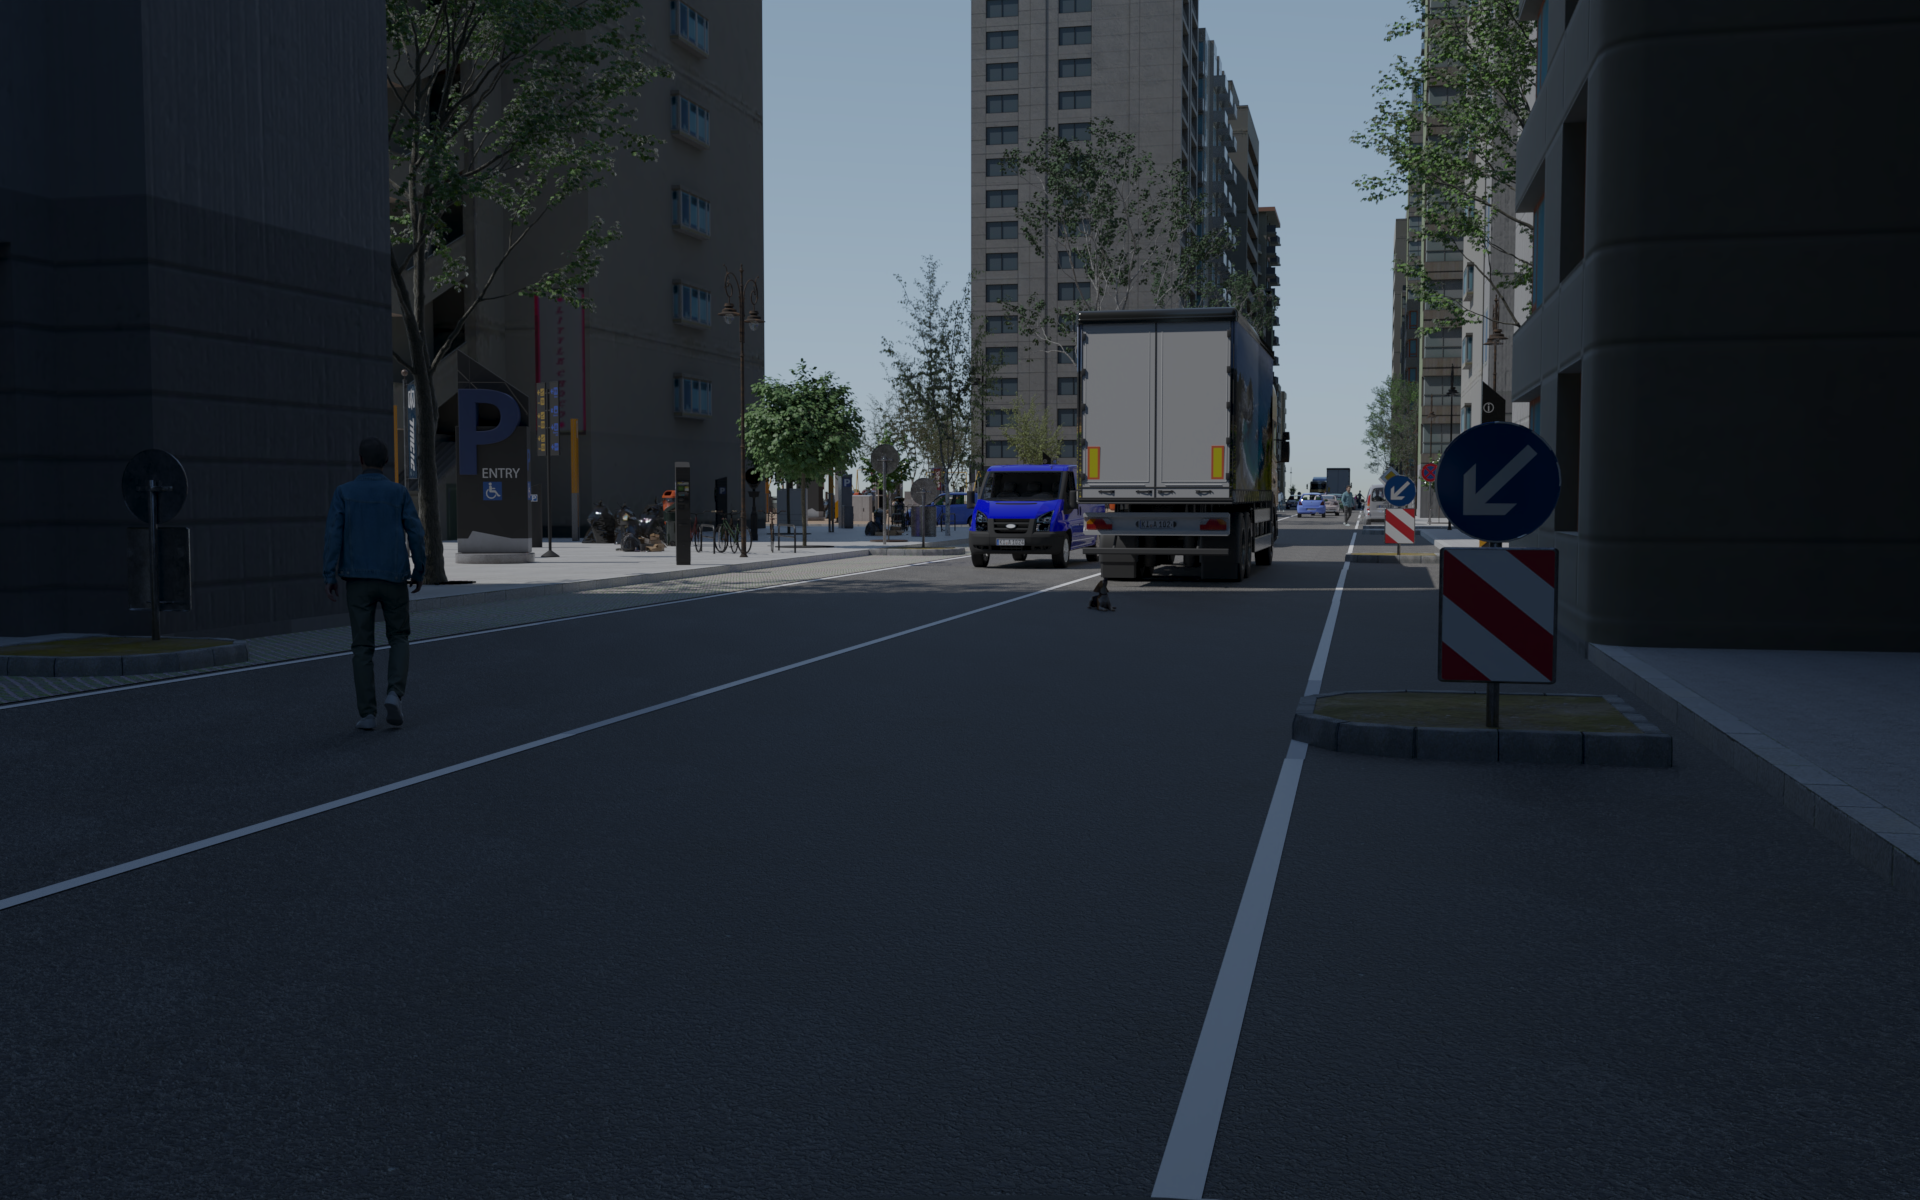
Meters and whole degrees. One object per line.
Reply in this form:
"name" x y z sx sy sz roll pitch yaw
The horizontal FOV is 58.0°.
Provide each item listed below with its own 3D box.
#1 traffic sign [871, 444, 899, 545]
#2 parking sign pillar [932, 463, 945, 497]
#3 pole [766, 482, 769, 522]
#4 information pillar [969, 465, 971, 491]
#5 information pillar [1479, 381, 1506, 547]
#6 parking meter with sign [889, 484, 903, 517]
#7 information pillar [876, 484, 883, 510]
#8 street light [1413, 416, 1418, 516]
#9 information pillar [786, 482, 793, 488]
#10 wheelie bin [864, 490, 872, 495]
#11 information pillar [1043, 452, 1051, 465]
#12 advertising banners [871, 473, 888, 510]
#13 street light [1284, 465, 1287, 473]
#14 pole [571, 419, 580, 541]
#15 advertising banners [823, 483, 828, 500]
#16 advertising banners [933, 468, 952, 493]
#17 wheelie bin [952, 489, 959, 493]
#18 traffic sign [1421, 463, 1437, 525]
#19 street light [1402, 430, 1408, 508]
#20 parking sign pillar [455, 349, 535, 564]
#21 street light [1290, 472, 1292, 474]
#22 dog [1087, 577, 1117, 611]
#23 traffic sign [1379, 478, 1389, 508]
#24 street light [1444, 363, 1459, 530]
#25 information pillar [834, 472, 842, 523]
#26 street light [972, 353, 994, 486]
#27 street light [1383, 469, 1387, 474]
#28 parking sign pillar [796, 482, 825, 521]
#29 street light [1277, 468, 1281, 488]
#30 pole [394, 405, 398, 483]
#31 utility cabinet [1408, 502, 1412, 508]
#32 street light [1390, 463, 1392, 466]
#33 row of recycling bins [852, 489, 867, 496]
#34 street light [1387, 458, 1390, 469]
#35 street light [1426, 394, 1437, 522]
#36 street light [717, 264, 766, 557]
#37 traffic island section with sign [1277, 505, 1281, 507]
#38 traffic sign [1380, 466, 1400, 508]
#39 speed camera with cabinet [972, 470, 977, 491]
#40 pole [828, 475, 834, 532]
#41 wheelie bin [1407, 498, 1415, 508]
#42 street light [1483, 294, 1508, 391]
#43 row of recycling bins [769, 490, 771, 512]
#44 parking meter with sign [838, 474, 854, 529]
"traffic sign" -1.917 -2.683 43.972 0.768 2.556 0.104 1 4 16
"parking sign pillar" -1.633 -8.494 127.348 1.447 3.967 1.447 -2 4 -32
"pole" -8.776 -5.191 78.717 0.158 3.312 0.155 0 3 0
"information pillar" 0.776 -8.543 131.033 0.183 3.616 0.504 1 4 9
"information pillar" 10.972 -2.715 35.745 0.504 3.616 0.183 1 4 14
"parking meter with sign" -3.519 -6.068 95.468 1.738 3.016 0.543 2 4 27
"information pillar" -3.946 -4.932 85.127 0.304 2.012 0.304 -2 4 -27
"street light" 26.526 -7.821 100.653 0.468 5.910 1.993 1 4 13
"information pillar" -8.925 -5.272 90.685 0.304 2.012 0.304 -2 4 -35
"wheelie bin" -6.852 -7.525 130.939 0.693 1.594 0.980 -3 5 -41
"information pillar" 4.710 -6.290 94.200 0.504 3.616 0.183 1 4 8
"advertising banners" -5.802 -8.001 126.998 2.074 3.025 0.090 3 4 39
"street light" 50.908 -18.251 271.196 0.468 5.910 1.993 1 4 13
"pole" -10.440 -3.250 46.983 0.158 3.312 0.155 0 3 0
"advertising banners" -8.356 -6.873 108.554 0.090 3.025 2.074 1 4 12
"advertising banners" -0.774 -7.428 117.634 2.074 3.025 0.090 0 4 7
"wheelie bin" -0.294 -6.370 112.053 0.693 1.594 0.980 -2 4 -27
"traffic sign" 19.422 -4.368 71.516 0.768 2.556 0.104 1 4 19
"street light" 31.399 -9.111 121.752 0.468 5.910 1.993 1 4 13
"parking sign pillar" -8.688 -2.678 32.260 1.447 3.967 1.447 0 4 -5
"street light" 55.793 -19.524 292.009 0.468 5.910 1.993 1 4 13
"dog" 1.822 -0.081 21.516 0.550 0.427 0.748 2 4 33
"traffic sign" 17.324 -4.064 70.091 0.795 2.450 0.064 1 4 13
"street light" 17.423 -5.423 61.460 0.468 5.910 1.993 1 4 13
"information pillar" -5.307 -5.218 76.669 0.504 3.616 0.183 0 4 5
"street light" 0.742 -5.141 56.849 0.468 5.910 1.993 1 4 13
"street light" 58.024 -16.036 234.972 0.468 5.910 1.993 1 4 13
"parking sign pillar" -7.206 -5.782 83.000 1.447 3.967 1.447 2 4 29
"street light" 46.120 -16.984 250.480 0.468 5.910 1.993 1 4 13
"pole" -13.024 -2.812 39.821 0.158 3.312 0.155 0 3 0
"utility cabinet" 32.693 -7.001 125.628 0.306 1.237 1.020 1 4 19
"street light" 43.958 -12.355 174.793 0.468 5.910 1.993 1 4 13
"row of recycling bins" -8.105 -8.196 141.119 3.534 1.692 1.069 1 4 12
"street light" 48.937 -13.668 196.252 0.468 5.910 1.993 1 4 13
"street light" 21.669 -6.541 79.727 0.468 5.910 1.993 1 4 13
"street light" -4.384 -3.802 34.942 0.468 5.910 1.993 1 4 13
"traffic island section with sign" 35.335 -11.453 195.879 1.989 1.847 2.006 1 4 13
"traffic sign" 15.504 -3.589 62.316 0.795 2.450 0.064 1 4 13
"speed camera with cabinet" 1.989 -8.868 139.326 2.038 3.252 0.660 0 4 3
"pole" -4.322 -3.926 58.029 0.158 3.312 0.155 0 3 0
"wheelie bin" 33.451 -7.390 128.734 0.693 1.594 0.980 0 4 5
"street light" 12.413 -4.127 40.263 0.468 5.910 1.993 1 4 13
"row of recycling bins" -15.420 -7.246 125.588 3.534 1.692 1.069 -1 4 -19
"parking meter with sign" -4.333 -4.207 65.052 0.543 3.016 1.738 -1 4 -16
